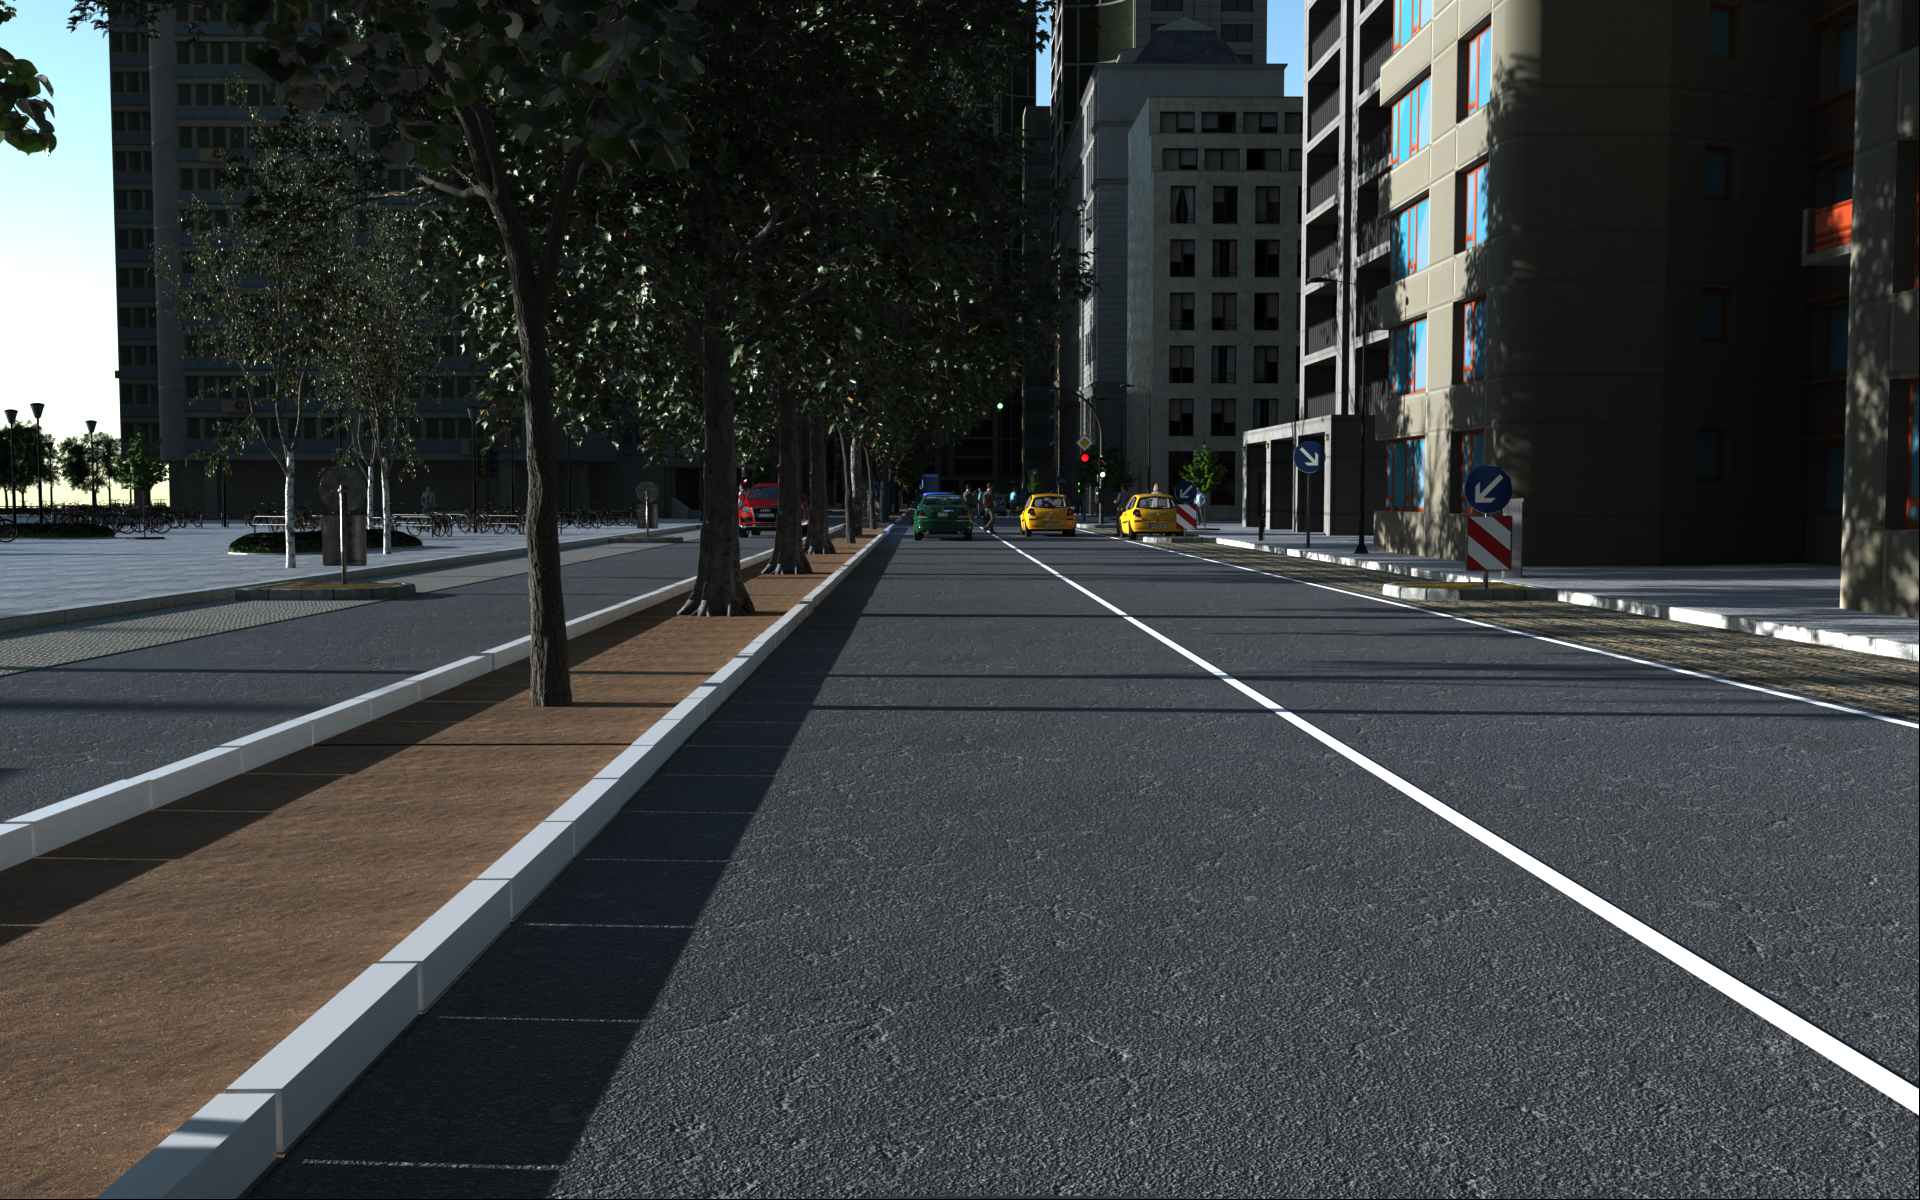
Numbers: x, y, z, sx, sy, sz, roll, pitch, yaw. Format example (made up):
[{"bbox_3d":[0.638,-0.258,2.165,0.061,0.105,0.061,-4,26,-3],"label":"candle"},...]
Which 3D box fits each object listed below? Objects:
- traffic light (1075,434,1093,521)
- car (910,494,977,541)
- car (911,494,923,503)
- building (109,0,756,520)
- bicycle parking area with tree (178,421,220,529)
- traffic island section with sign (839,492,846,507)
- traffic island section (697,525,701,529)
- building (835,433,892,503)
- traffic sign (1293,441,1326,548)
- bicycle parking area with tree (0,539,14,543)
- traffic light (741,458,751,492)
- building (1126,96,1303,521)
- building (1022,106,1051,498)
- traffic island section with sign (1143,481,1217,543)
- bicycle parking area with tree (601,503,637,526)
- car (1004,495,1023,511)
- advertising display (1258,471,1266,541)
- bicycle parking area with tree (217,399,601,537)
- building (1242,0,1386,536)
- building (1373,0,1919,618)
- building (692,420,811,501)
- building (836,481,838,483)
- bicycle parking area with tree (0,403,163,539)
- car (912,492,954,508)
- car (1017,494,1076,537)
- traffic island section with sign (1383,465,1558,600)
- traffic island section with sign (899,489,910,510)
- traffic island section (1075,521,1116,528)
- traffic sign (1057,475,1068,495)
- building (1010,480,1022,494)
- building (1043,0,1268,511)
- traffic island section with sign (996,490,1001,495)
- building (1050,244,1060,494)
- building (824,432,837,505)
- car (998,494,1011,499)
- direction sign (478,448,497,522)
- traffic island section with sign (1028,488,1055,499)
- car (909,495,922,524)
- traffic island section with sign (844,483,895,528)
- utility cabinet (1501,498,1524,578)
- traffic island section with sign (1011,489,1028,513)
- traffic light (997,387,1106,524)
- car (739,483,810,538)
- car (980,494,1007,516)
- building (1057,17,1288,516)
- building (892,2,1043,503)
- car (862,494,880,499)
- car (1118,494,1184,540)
[{"bbox_3d":[5.845,-5.674,81.690,0.839,4.253,0.868,0,4,-1],"label":"traffic light"},{"bbox_3d":[-0.524,-2.634,54.869,2.131,1.459,4.920,0,3,0],"label":"car"},{"bbox_3d":[-1.818,-5.516,101.992,2.131,1.459,4.920,0,4,0],"label":"car"},{"bbox_3d":[-27.995,-24.666,95.165,32.217,40.220,23.993,0,4,-1],"label":"building"},{"bbox_3d":[-25.973,-4.863,66.509,8.231,4.147,9.016,1,4,21],"label":"bicycle parking area with tree"},{"bbox_3d":[-11.822,-10.760,184.552,1.989,1.847,2.006,0,4,-1],"label":"traffic island section with sign"},{"bbox_3d":[-9.999,-3.134,73.517,2.009,0.180,2.903,0,4,-1],"label":"traffic island section"},{"bbox_3d":[-25.251,-57.336,250.118,31.000,86.520,22.319,0,4,-1],"label":"building"},{"bbox_3d":[8.351,-2.530,41.469,0.768,2.556,0.104,0,4,6],"label":"traffic sign"},{"bbox_3d":[-27.829,-3.396,42.531,9.016,4.147,8.231,0,4,-2],"label":"bicycle parking area with tree"},{"bbox_3d":[-8.023,-6.531,81.442,4.771,5.953,1.251,0,4,-1],"label":"traffic light"},{"bbox_3d":[17.387,-14.198,86.895,16.860,20.320,10.420,0,4,-1],"label":"building"},{"bbox_3d":[13.614,-30.727,185.982,14.154,41.232,14.086,0,4,-1],"label":"building"},{"bbox_3d":[6.477,-2.612,51.333,1.989,1.847,2.006,0,4,-1],"label":"traffic island section with sign"},{"bbox_3d":[-16.294,-4.952,67.965,9.016,4.147,8.231,2,4,24],"label":"bicycle parking area with tree"},{"bbox_3d":[4.420,-8.096,144.955,1.945,1.354,3.894,0,4,-2],"label":"car"},{"bbox_3d":[8.366,-2.616,47.993,0.123,1.923,0.974,1,4,16],"label":"advertising display"},{"bbox_3d":[-17.460,-4.145,54.772,8.231,4.147,9.016,-3,5,-43],"label":"bicycle parking area with tree"},{"bbox_3d":[21.523,-37.784,56.016,20.563,71.187,20.611,0,4,-1],"label":"building"},{"bbox_3d":[23.574,-10.999,24.872,27.650,21.520,28.899,0,4,-1],"label":"building"},{"bbox_3d":[-22.533,-35.887,128.756,21.231,58.520,28.212,0,4,-1],"label":"building"},{"bbox_3d":[-30.582,-34.541,219.362,28.867,44.769,22.147,0,4,-1],"label":"building"},{"bbox_3d":[-30.741,-4.260,56.655,9.016,4.147,8.231,-2,4,-23],"label":"bicycle parking area with tree"},{"bbox_3d":[-0.777,-3.251,62.738,1.945,1.707,3.694,0,4,-3],"label":"car"},{"bbox_3d":[2.991,-3.011,59.450,2.015,1.641,3.980,0,4,-1],"label":"car"},{"bbox_3d":[6.999,-0.947,24.118,1.989,1.847,2.006,0,4,-1],"label":"traffic island section with sign"},{"bbox_3d":[-5.516,-9.068,156.398,2.006,1.907,1.989,0,4,-1],"label":"traffic island section with sign"},{"bbox_3d":[6.040,-3.152,73.821,2.009,0.180,2.903,0,4,-1],"label":"traffic island section"},{"bbox_3d":[6.889,-7.121,116.538,0.768,2.556,0.104,0,4,1],"label":"traffic sign"},{"bbox_3d":[22.787,-32.291,219.844,32.217,40.220,23.993,0,4,-1],"label":"building"},{"bbox_3d":[17.477,-44.622,167.823,20.563,71.187,20.611,0,4,-1],"label":"building"},{"bbox_3d":[3.925,-10.717,183.850,1.989,1.847,2.006,0,4,-1],"label":"traffic island section with sign"},{"bbox_3d":[14.541,-21.236,144.476,12.463,27.353,25.104,0,4,-1],"label":"building"},{"bbox_3d":[-21.303,-25.817,193.812,14.160,30.474,14.107,0,4,-1],"label":"building"},{"bbox_3d":[4.158,-9.333,161.390,1.959,1.807,4.718,0,4,-3],"label":"car"},{"bbox_3d":[-21.898,-5.402,80.315,0.876,3.537,0.379,-2,4,-23],"label":"direction sign"},{"bbox_3d":[5.402,-6.037,107.329,1.989,1.847,2.006,0,4,-1],"label":"traffic island section with sign"},{"bbox_3d":[-1.495,-4.422,84.297,2.014,1.417,4.499,0,4,-1],"label":"car"},{"bbox_3d":[-3.923,-4.020,73.868,2.006,1.907,1.989,0,4,-1],"label":"traffic island section with sign"},{"bbox_3d":[8.566,-0.962,26.891,0.306,1.237,1.020,1,4,16],"label":"utility cabinet"},{"bbox_3d":[4.878,-7.696,134.465,1.989,1.847,2.006,0,4,-1],"label":"traffic island section with sign"},{"bbox_3d":[3.910,-6.046,73.524,4.771,5.953,1.251,0,4,-1],"label":"traffic light"},{"bbox_3d":[-6.253,-3.053,58.583,2.281,1.827,5.304,0,4,1],"label":"car"},{"bbox_3d":[2.137,-6.237,113.978,2.014,1.417,4.499,0,4,-1],"label":"car"},{"bbox_3d":[13.219,-20.763,116.968,11.434,29.767,29.804,0,4,-1],"label":"building"},{"bbox_3d":[0.581,-49.615,249.449,20.611,71.187,20.563,0,4,-1],"label":"building"},{"bbox_3d":[-9.155,-10.286,176.854,2.281,1.827,5.304,0,4,-2],"label":"car"},{"bbox_3d":[6.128,-2.779,55.668,2.015,1.641,3.980,0,4,-1],"label":"car"}]
